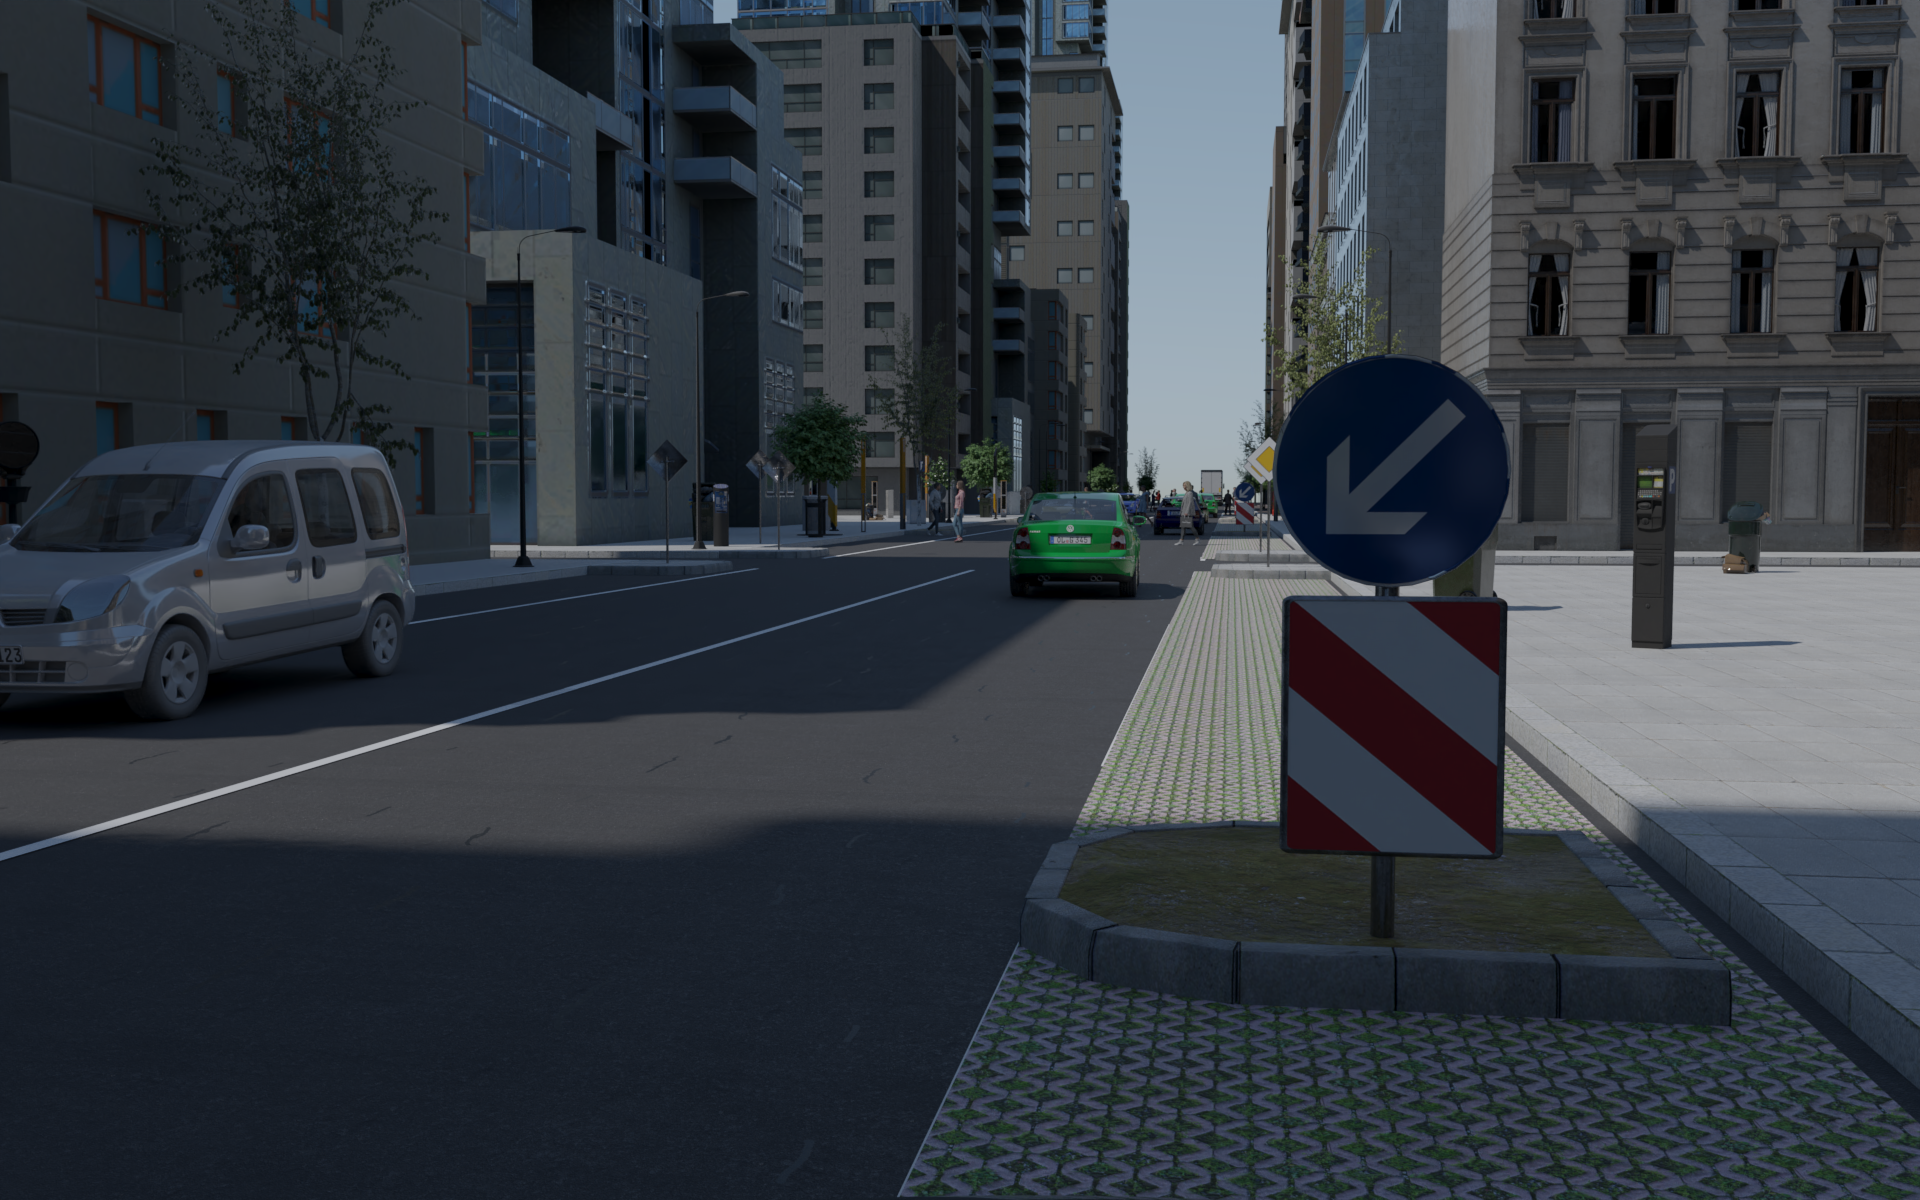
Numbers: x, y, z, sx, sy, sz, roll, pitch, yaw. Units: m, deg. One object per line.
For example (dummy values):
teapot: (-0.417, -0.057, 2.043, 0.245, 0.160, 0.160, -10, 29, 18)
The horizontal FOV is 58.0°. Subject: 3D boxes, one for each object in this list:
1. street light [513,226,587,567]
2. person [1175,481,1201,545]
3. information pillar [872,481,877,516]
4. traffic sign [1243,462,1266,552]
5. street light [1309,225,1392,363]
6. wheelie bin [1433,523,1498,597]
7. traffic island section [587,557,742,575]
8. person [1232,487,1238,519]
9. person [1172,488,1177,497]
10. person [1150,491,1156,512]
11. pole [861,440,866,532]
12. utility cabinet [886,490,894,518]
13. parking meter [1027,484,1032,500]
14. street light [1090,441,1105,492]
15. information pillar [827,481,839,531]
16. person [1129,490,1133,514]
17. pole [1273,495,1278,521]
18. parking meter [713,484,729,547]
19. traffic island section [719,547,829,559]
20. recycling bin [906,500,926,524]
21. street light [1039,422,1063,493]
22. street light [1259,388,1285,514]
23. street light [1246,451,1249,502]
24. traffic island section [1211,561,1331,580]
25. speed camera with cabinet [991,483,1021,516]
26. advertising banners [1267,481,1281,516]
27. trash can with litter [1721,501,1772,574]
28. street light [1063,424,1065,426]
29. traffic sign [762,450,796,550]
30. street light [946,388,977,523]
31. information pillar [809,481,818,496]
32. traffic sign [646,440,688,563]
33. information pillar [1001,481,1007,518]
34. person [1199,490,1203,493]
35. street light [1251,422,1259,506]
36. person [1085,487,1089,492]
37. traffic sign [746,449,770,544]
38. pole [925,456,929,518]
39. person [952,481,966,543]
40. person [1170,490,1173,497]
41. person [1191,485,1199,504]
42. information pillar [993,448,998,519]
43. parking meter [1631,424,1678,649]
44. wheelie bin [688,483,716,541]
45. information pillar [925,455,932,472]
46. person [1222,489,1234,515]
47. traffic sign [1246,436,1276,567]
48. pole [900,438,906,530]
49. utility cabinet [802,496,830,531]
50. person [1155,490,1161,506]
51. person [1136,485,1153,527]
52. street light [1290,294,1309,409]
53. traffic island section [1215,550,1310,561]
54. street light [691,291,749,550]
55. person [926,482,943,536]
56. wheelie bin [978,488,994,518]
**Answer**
street light: (-7.148, -3.527, 30.206, 1.470, 5.913, 1.316, 1, 4, 9)
person: (6.390, -2.428, 48.376, 0.728, 1.800, 0.709, 0, 4, -4)
information pillar: (-4.963, -5.877, 100.584, 0.304, 2.012, 0.304, -1, 4, -9)
traffic sign: (6.636, -2.112, 38.180, 0.795, 2.450, 0.064, 1, 4, 9)
street light: (6.866, -3.515, 30.013, 1.470, 5.913, 1.316, 1, 4, 9)
wheelie bin: (5.549, -0.688, 19.153, 0.693, 1.594, 0.980, 3, 4, 37)
traffic island section: (-5.435, -0.598, 32.065, 2.009, 0.180, 2.903, 1, 4, 9)
person: (16.006, -5.635, 100.437, 0.447, 1.846, 0.655, -1, 4, -22)
person: (13.149, -5.973, 106.560, 0.834, 1.777, 0.661, 1, 4, 22)
person: (15.688, -8.014, 140.444, 0.530, 1.710, 0.541, 0, 4, -5)
pole: (-3.243, -3.933, 58.150, 0.158, 3.312, 0.155, 0, 3, 0)
utility cabinet: (-3.757, -5.115, 92.307, 0.318, 1.500, 1.173, 0, 4, -8)
parking meter: (4.200, -6.099, 105.431, 0.255, 1.863, 0.399, 2, 4, 29)
street light: (12.001, -10.993, 152.269, 1.470, 5.913, 1.316, 1, 4, 9)
information pillar: (-4.412, -4.199, 60.005, 0.183, 3.616, 0.504, -3, 4, -37)
person: (12.234, -6.949, 122.831, 0.721, 1.735, 1.217, 1, 4, 10)
pole: (14.816, -5.341, 81.168, 0.158, 3.312, 0.155, 0, 3, 0)
parking meter: (-5.841, -2.075, 42.335, 0.372, 1.533, 0.369, 0, 3, 0)
traffic island section: (-4.198, -1.081, 39.954, 2.009, 0.180, 2.903, 1, 4, 9)
recycling bin: (-1.880, -3.772, 74.233, 0.722, 1.027, 0.722, -1, 4, -15)
street light: (5.690, -8.541, 112.179, 1.470, 5.913, 1.316, 1, 4, 9)
street light: (14.031, -6.342, 76.230, 1.470, 5.913, 1.316, 1, 4, 9)
street light: (25.888, -10.912, 150.954, 1.470, 5.913, 1.316, 1, 4, 9)
traffic island section: (5.424, -0.494, 30.364, 2.009, 0.180, 2.903, 1, 4, 9)
speed camera with cabinet: (2.751, -6.721, 104.219, 2.038, 3.252, 0.660, -3, 5, -40)
advertising banners: (18.264, -6.388, 100.626, 0.090, 3.025, 2.074, -1, 4, -13)
trash can with litter: (12.737, -1.022, 28.094, 0.624, 1.170, 1.055, 2, 4, 34)
street light: (6.312, -8.747, 115.556, 1.470, 5.913, 1.316, 1, 4, 9)
traffic sign: (-4.174, -2.217, 39.889, 0.795, 2.450, 0.064, 1, 4, 9)
street light: (0.053, -6.342, 76.239, 1.470, 5.913, 1.316, 1, 4, 9)
information pillar: (-6.632, -4.519, 78.379, 0.304, 2.012, 0.304, -2, 4, -27)
traffic sign: (-5.410, -1.734, 31.999, 0.795, 2.450, 0.064, 1, 4, 9)
information pillar: (2.383, -5.506, 94.513, 0.304, 2.012, 0.304, 0, 4, -2)
person: (16.980, -6.851, 121.297, 0.721, 1.735, 1.217, 1, 4, 22)
street light: (20.155, -8.712, 114.975, 1.470, 5.913, 1.316, 1, 4, 9)
person: (7.182, -5.440, 97.545, 0.778, 1.811, 0.616, 3, 4, 37)
traffic sign: (-5.175, -2.672, 44.871, 0.795, 2.450, 0.064, 1, 4, 13)
pole: (-1.748, -6.028, 92.393, 0.158, 3.312, 0.155, 0, 3, 0)
person: (-0.030, -2.612, 51.217, 0.388, 1.821, 0.555, -1, 4, -16)
person: (18.653, -8.796, 152.335, 0.705, 1.821, 1.348, 0, 4, 6)
person: (9.609, -3.884, 72.120, 0.709, 1.813, 0.853, -2, 4, -27)
information pillar: (1.788, -5.889, 87.636, 0.183, 3.616, 0.504, 1, 4, 13)
parking meter: (5.785, -0.533, 14.432, 0.255, 1.863, 0.399, 2, 4, 35)
wheelie bin: (-6.980, -2.420, 47.475, 0.980, 1.594, 0.693, 0, 4, 1)
information pillar: (-1.809, -6.677, 100.515, 0.504, 3.616, 0.183, 3, 4, 38)
person: (18.765, -6.853, 121.092, 0.434, 1.755, 0.990, -3, 5, -40)
traffic sign: (5.399, -1.630, 30.291, 0.795, 2.450, 0.064, 1, 4, 9)
pole: (-2.070, -4.207, 62.622, 0.158, 3.312, 0.155, 0, 3, 0)
utility cabinet: (-5.033, -3.034, 60.762, 1.020, 1.237, 0.306, -3, 5, -39)
person: (19.023, -9.633, 165.931, 0.705, 1.831, 1.348, 2, 4, 27)
person: (7.946, -4.046, 74.746, 0.778, 1.811, 0.616, -1, 4, -15)
street light: (8.407, -4.144, 40.288, 1.470, 5.913, 1.316, 1, 4, 9)
traffic island section: (6.660, -0.977, 38.254, 2.009, 0.180, 2.903, 1, 4, 9)
street light: (-5.513, -4.121, 39.915, 1.470, 5.913, 1.316, 1, 4, 9)
person: (-0.895, -3.129, 59.508, 0.795, 1.843, 0.661, 2, 4, 29)
wheelie bin: (1.419, -5.265, 93.997, 0.980, 1.594, 0.693, 1, 4, 11)
